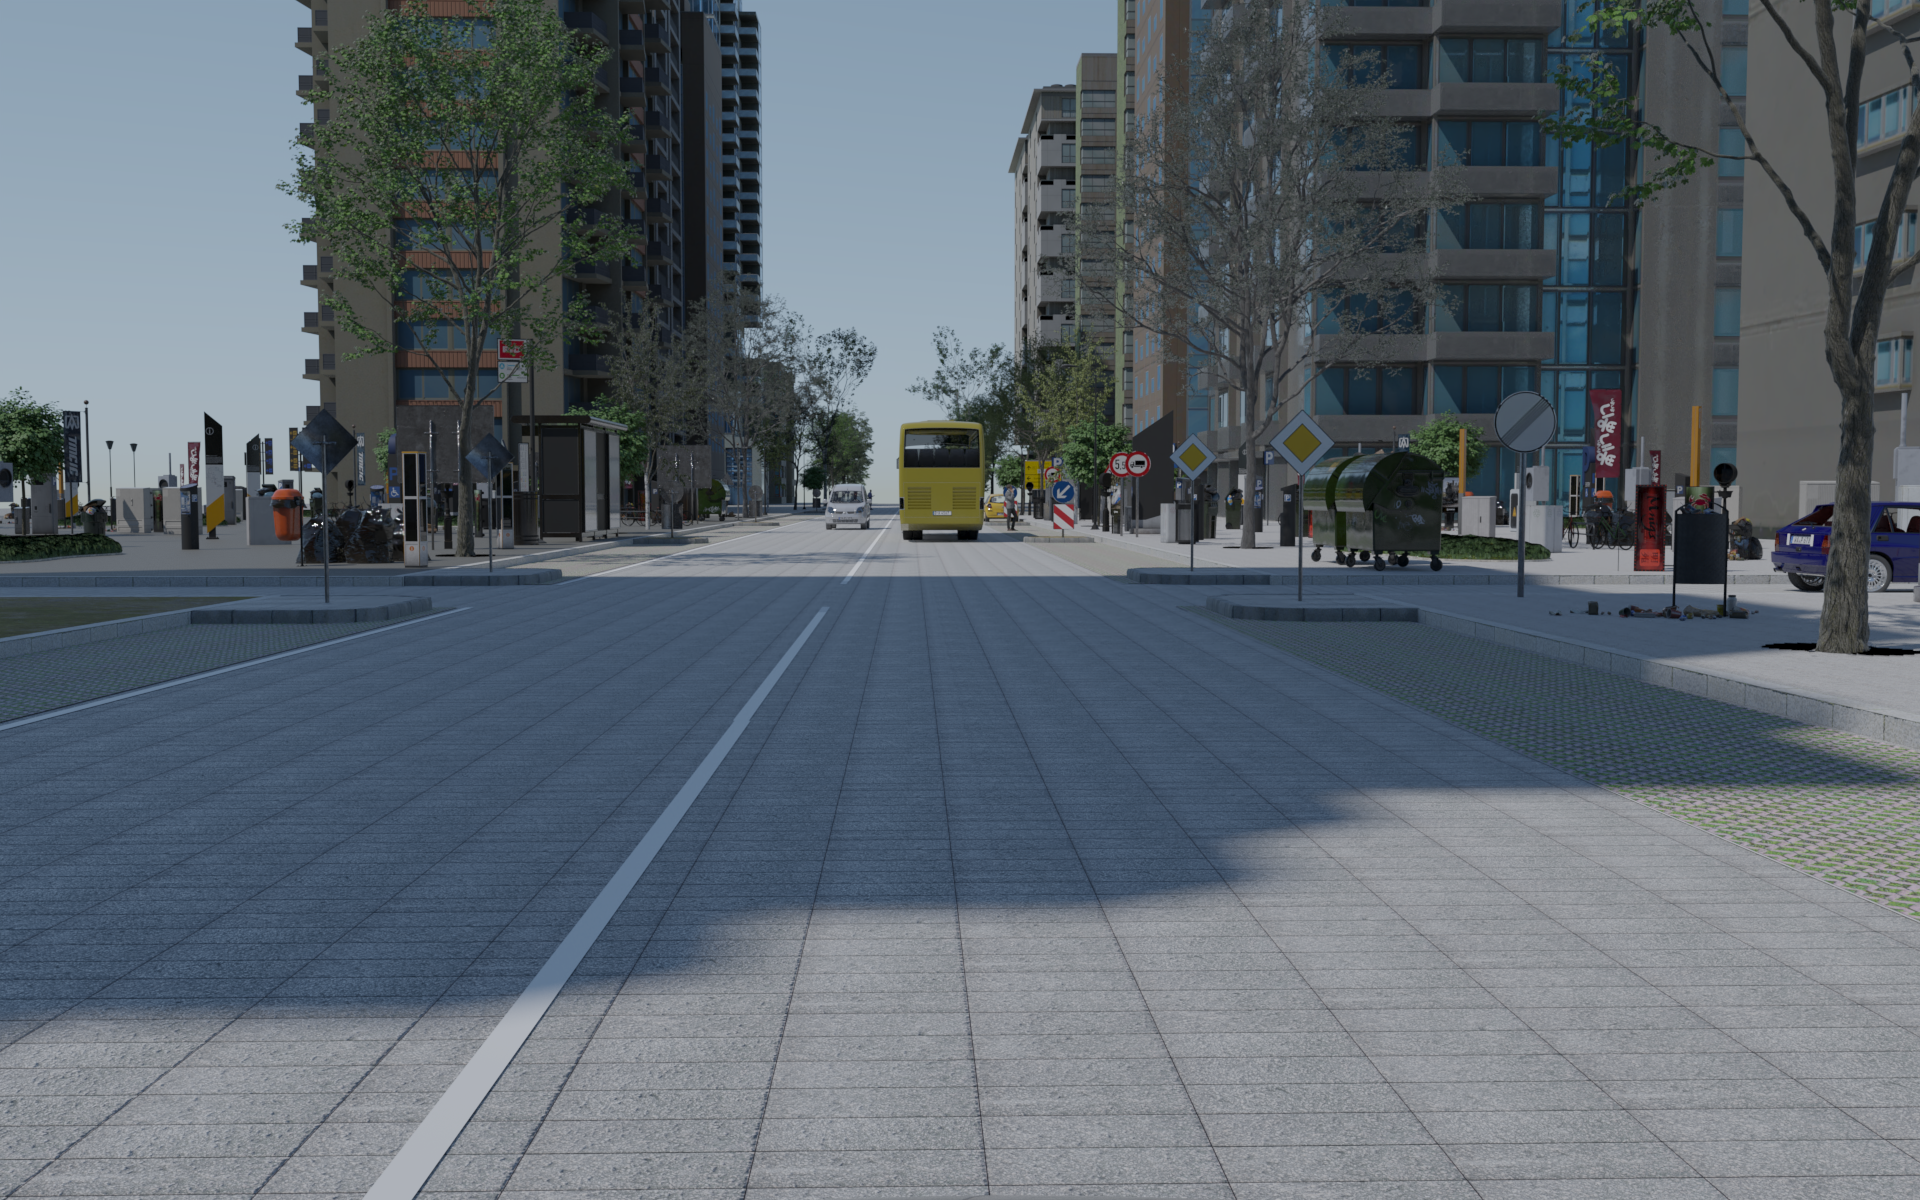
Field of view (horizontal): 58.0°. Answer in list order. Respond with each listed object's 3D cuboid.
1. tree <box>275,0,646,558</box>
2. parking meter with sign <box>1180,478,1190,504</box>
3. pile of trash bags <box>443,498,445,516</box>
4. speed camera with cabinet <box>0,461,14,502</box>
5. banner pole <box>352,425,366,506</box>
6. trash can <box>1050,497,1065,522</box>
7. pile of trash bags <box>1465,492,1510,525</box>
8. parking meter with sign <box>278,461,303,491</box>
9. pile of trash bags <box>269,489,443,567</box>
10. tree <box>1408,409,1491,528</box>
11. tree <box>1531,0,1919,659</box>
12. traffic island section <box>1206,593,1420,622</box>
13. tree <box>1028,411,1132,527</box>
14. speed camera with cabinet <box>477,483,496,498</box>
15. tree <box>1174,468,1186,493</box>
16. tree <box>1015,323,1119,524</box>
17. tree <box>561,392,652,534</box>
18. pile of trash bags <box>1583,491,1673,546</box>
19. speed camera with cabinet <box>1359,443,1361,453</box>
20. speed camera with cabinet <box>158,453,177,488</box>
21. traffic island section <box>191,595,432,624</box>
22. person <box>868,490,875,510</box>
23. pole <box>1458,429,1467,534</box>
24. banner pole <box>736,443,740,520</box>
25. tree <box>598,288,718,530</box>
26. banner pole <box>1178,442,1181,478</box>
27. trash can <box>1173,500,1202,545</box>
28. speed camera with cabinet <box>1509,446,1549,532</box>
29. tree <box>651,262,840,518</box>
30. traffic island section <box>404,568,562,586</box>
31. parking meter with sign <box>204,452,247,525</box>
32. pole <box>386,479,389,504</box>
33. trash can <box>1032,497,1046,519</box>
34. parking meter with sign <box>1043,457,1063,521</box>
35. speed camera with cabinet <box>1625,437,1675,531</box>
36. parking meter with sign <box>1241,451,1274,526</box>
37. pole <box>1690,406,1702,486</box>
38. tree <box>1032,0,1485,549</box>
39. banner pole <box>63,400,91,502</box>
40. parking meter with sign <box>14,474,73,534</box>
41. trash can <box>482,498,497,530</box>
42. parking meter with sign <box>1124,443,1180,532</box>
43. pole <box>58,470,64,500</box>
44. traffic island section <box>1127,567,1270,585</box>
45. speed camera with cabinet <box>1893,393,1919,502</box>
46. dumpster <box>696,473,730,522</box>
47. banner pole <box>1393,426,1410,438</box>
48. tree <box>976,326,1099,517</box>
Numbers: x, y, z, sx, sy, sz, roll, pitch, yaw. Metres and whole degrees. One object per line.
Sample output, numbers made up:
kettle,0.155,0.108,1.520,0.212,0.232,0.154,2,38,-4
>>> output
tree,-9.984,-6.689,35.116,9.928,11.665,9.643,0,3,0
parking meter with sign,10.307,-5.104,79.717,0.543,3.016,1.738,3,5,44
pile of trash bags,-28.953,-5.243,95.471,1.912,1.369,3.447,-1,4,-11
speed camera with cabinet,-26.913,-3.254,47.532,0.660,3.252,2.038,0,4,8
banner pole,-21.651,-4.425,62.363,0.863,3.779,0.401,3,4,36
trash can,4.329,-3.954,76.293,0.748,1.137,0.748,0,3,0
pile of trash bags,21.336,-3.750,71.070,1.912,1.369,3.447,2,4,34
parking meter with sign,-35.121,-5.745,90.191,0.543,3.016,1.738,2,4,34
pile of trash bags,-11.474,-1.366,32.086,1.912,1.369,3.447,1,4,17
tree,18.693,-5.077,66.716,4.285,4.588,4.351,0,3,0
tree,7.149,-5.370,13.561,9.928,11.665,9.643,0,3,0
traffic island section,4.095,0.092,20.770,2.009,0.180,2.903,0,4,-2
tree,5.474,-5.177,68.356,4.285,4.588,4.351,0,3,0
speed camera with cabinet,-22.241,-5.348,81.772,0.660,3.252,2.038,0,4,2
tree,10.890,-5.736,88.380,1.663,3.219,1.824,0,3,0
tree,4.747,-7.549,73.787,4.737,8.622,4.395,0,3,0
tree,-11.478,-4.429,56.125,4.285,4.588,4.351,0,3,0
pile of trash bags,16.864,-2.106,44.190,1.912,1.369,3.447,0,4,1
speed camera with cabinet,15.532,-4.419,66.588,0.660,3.252,2.038,1,4,14
speed camera with cabinet,-38.603,-5.435,83.201,2.038,3.252,0.660,1,4,20
traffic island section,-7.492,0.112,20.448,2.009,0.180,2.903,0,4,-2
person,-7.987,-9.045,156.259,0.599,1.838,0.709,-3,5,-42
pole,15.770,-3.702,54.370,0.158,3.312,0.155,0,3,0
banner pole,-10.869,-5.818,85.133,0.401,3.779,0.863,0,4,3
tree,-11.134,-6.844,62.254,4.360,8.622,3.978,0,3,0
banner pole,10.422,-5.640,82.223,0.401,3.779,0.863,0,4,-3
trash can,5.802,-1.992,44.218,0.748,1.137,0.748,0,3,0
speed camera with cabinet,19.018,-3.885,57.858,0.660,3.252,2.038,0,4,-3
tree,-11.694,-11.160,92.829,12.009,13.543,11.850,0,3,0
traffic island section,-7.719,-0.376,28.430,2.009,0.180,2.903,0,4,-2
parking meter with sign,-30.511,-4.632,71.997,1.738,3.016,0.543,-1,4,-13
pole,-30.005,-5.935,90.883,0.158,3.312,0.155,0,3,0
trash can,4.019,-4.664,87.906,0.748,1.137,0.748,0,3,0
parking meter with sign,4.419,-5.321,83.258,0.543,3.016,1.738,-1,4,-14
speed camera with cabinet,24.142,-4.032,60.252,2.038,3.252,0.660,-1,4,-20
parking meter with sign,12.016,-4.564,70.890,0.543,3.016,1.738,-2,4,-35
pole,17.079,-2.837,40.236,0.158,3.312,0.155,0,3,0
tree,6.921,-7.945,40.270,12.009,13.543,11.850,0,3,0
banner pole,-23.368,-3.422,45.972,0.401,3.779,0.863,3,4,37
parking meter with sign,-29.402,-3.627,55.567,1.738,3.016,0.543,0,4,-8
trash can,-17.042,-3.122,62.702,0.748,1.137,0.748,0,3,0
parking meter with sign,6.526,-3.862,59.407,1.738,3.016,0.543,-1,4,-12
pole,-42.519,-5.388,81.935,0.158,3.312,0.155,0,3,0
traffic island section,3.868,-0.396,28.752,2.009,0.180,2.903,0,4,-2
speed camera with cabinet,18.388,-2.385,33.326,0.660,3.252,2.038,2,4,25
dumpster,-11.656,-4.828,81.435,1.502,2.255,1.985,0,4,-1
banner pole,16.155,-4.506,63.686,0.863,3.779,0.401,3,5,42
tree,4.392,-9.958,97.233,8.767,10.594,7.601,3,4,36
